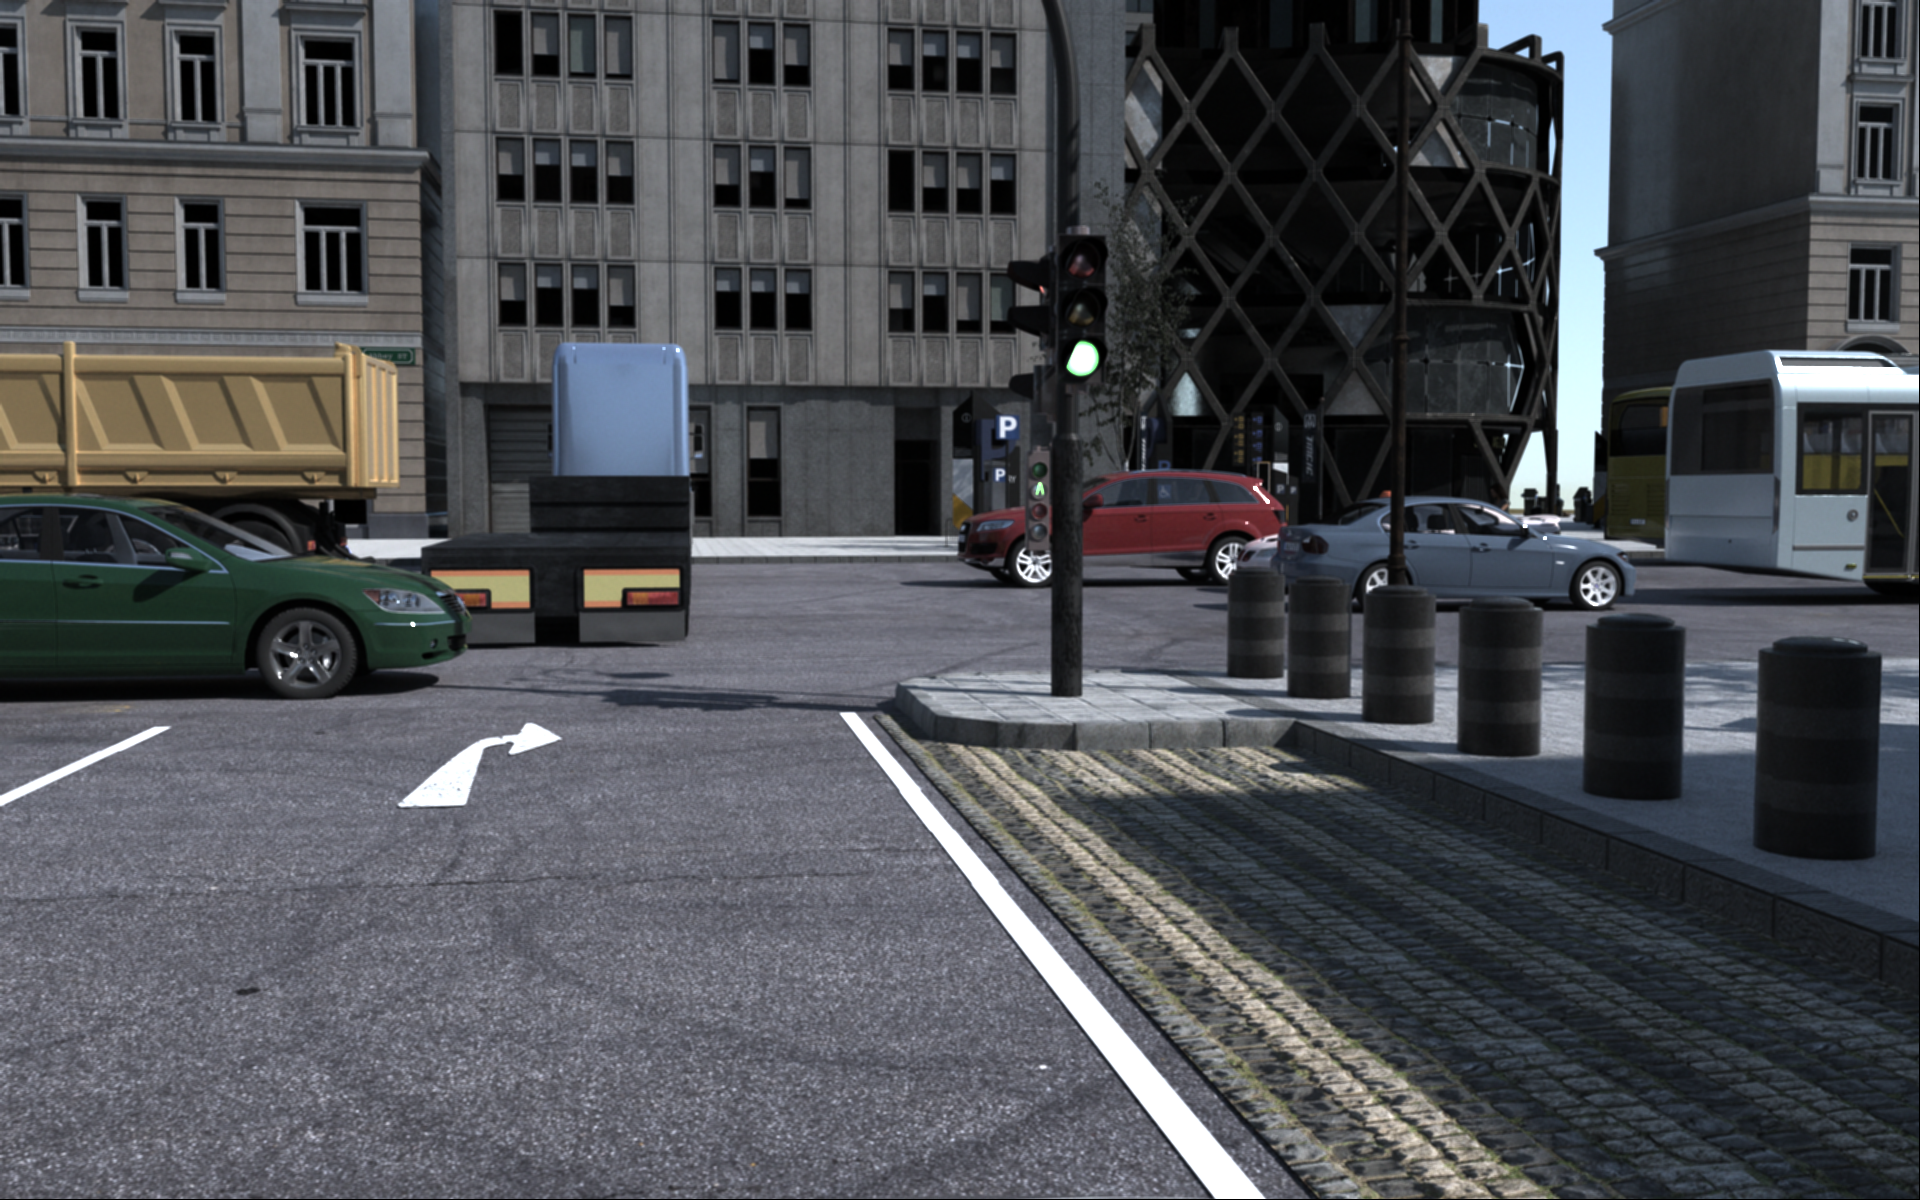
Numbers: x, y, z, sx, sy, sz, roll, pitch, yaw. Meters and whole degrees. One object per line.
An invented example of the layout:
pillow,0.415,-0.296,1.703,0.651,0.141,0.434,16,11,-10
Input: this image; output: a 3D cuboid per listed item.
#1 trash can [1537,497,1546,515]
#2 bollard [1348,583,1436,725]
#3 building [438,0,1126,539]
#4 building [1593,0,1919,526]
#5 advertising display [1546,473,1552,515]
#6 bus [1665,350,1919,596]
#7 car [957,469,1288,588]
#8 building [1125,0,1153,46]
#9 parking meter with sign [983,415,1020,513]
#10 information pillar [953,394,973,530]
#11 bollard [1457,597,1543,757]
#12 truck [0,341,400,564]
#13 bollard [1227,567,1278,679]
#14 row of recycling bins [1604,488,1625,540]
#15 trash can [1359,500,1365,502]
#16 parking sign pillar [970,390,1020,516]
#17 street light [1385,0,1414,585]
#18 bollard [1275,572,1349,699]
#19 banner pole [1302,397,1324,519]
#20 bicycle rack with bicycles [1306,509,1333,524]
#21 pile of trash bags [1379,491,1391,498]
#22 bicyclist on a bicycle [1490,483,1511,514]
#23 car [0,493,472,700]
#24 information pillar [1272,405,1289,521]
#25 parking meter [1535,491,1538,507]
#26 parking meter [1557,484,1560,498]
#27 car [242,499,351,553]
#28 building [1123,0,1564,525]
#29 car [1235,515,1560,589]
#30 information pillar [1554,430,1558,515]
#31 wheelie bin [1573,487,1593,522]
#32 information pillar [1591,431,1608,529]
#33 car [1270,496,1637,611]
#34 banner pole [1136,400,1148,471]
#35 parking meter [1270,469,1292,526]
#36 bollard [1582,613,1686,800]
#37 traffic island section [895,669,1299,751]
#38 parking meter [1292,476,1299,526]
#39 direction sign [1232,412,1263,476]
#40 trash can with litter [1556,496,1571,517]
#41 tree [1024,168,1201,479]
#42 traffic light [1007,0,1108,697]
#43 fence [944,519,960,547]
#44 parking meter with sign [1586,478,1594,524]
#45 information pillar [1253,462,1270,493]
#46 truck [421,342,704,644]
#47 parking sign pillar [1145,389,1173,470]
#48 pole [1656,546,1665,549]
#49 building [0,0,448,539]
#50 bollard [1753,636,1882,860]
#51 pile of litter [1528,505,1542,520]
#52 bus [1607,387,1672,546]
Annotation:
trash can,32.348,-5.162,96.056,0.748,1.137,0.748,0,3,0
bollard,2.484,0.300,9.808,0.404,0.777,0.398,0,3,0
building,-5.836,-14.574,56.314,19.932,24.808,12.078,-1,4,-10
building,36.068,-16.980,63.531,20.117,28.700,13.634,-1,4,-10
advertising display,18.108,-2.939,53.267,0.123,1.923,0.974,1,4,16
bus,16.632,-1.790,24.126,13.247,3.499,2.948,-1,4,-9
car,2.595,-1.151,27.494,5.304,1.827,2.281,-1,4,-10
building,8.460,-41.603,118.456,20.563,71.187,20.611,-1,4,-10
parking meter with sign,0.836,-2.613,38.985,0.543,3.016,1.738,-1,4,-14
information pillar,0.085,-3.017,40.677,0.504,3.616,0.183,0,4,6
bollard,2.685,0.373,8.616,0.404,0.777,0.398,0,3,0
truck,-11.786,-1.482,20.162,9.791,3.379,3.469,-1,4,-9
bollard,2.082,0.155,12.183,0.404,0.777,0.398,0,3,0
row of recycling bins,19.504,-2.479,47.650,3.534,1.692,1.069,3,5,41
trash can,10.583,-2.005,44.429,0.748,1.137,0.748,0,3,0
parking sign pillar,0.922,-3.475,45.282,1.447,3.967,1.447,-2,4,-31
street light,2.716,-2.316,10.647,0.468,5.910,1.993,-1,4,-10
bollard,2.282,0.228,10.993,0.404,0.777,0.398,0,3,0
banner pole,9.221,-3.369,45.104,0.401,3.779,0.863,-3,4,-37
bicycle rack with bicycles,9.995,-1.716,41.436,2.852,0.926,2.925,-2,4,-28
pile of trash bags,12.915,-2.399,48.970,3.447,1.369,1.912,-3,5,-44
bicyclist on a bicycle,9.044,-1.183,29.360,1.625,1.676,1.499,0,4,-8
car,-6.117,-0.053,12.663,4.920,1.459,2.131,-1,4,-9
information pillar,8.483,-3.341,45.980,0.504,3.616,0.183,-2,4,-26
parking meter,35.681,-6.065,107.574,0.372,1.533,0.369,0,3,0
parking meter,34.551,-5.782,100.242,0.255,1.863,0.399,1,4,15
car,-10.119,-0.844,23.389,3.694,1.707,1.945,-1,4,-11
building,12.032,-11.881,61.704,16.811,18.784,16.820,-1,4,-10
car,6.473,-0.811,25.629,4.827,1.381,2.083,-1,4,-9
information pillar,21.707,-4.397,63.238,0.183,3.616,0.504,0,4,7
wheelie bin,28.480,-4.359,79.183,0.693,1.594,0.980,-1,4,-15
information pillar,23.632,-4.439,63.939,0.183,3.616,0.504,-3,5,-41
car,6.190,-0.595,21.739,4.499,1.417,2.014,-1,4,-9
banner pole,4.817,-3.425,46.009,0.401,3.779,0.863,2,4,30
parking meter,7.419,-2.118,40.337,0.399,1.863,0.255,-1,4,-13
bollard,2.888,0.446,7.422,0.404,0.777,0.398,0,3,0
traffic island section,0.690,0.687,11.054,2.009,0.180,2.903,-1,4,-10
parking meter,10.079,-2.873,52.680,0.399,1.863,0.255,-1,4,-20
direction sign,7.978,-3.429,48.065,0.876,3.537,0.379,-1,4,-11
trash can with litter,33.514,-5.197,96.361,0.624,1.170,1.055,-3,4,-38
tree,3.670,-5.457,39.578,4.360,8.622,3.978,0,3,0
traffic light,-1.399,-2.188,10.447,4.771,5.953,1.251,-1,4,-10
fence,0.639,-1.653,42.404,2.069,0.683,0.278,-1,4,-10
parking meter with sign,27.281,-4.741,73.769,1.738,3.016,0.543,-3,5,-44
information pillar,6.882,-2.145,39.570,0.304,2.012,0.304,0,4,-8
truck,-5.164,-2.167,25.183,2.967,4.110,18.799,-1,4,-9
parking sign pillar,5.036,-3.384,43.805,1.447,3.967,1.447,0,4,-5
pole,16.439,-2.855,40.517,0.158,3.312,0.155,0,3,0
building,-25.803,-16.335,52.985,20.117,28.700,13.634,-1,4,-10
bollard,3.086,0.519,6.237,0.404,0.777,0.398,0,3,0
pile of litter,22.641,-3.352,68.763,1.176,0.858,1.719,1,4,12
bus,19.713,-2.718,35.980,12.252,3.916,2.896,-1,4,-10
